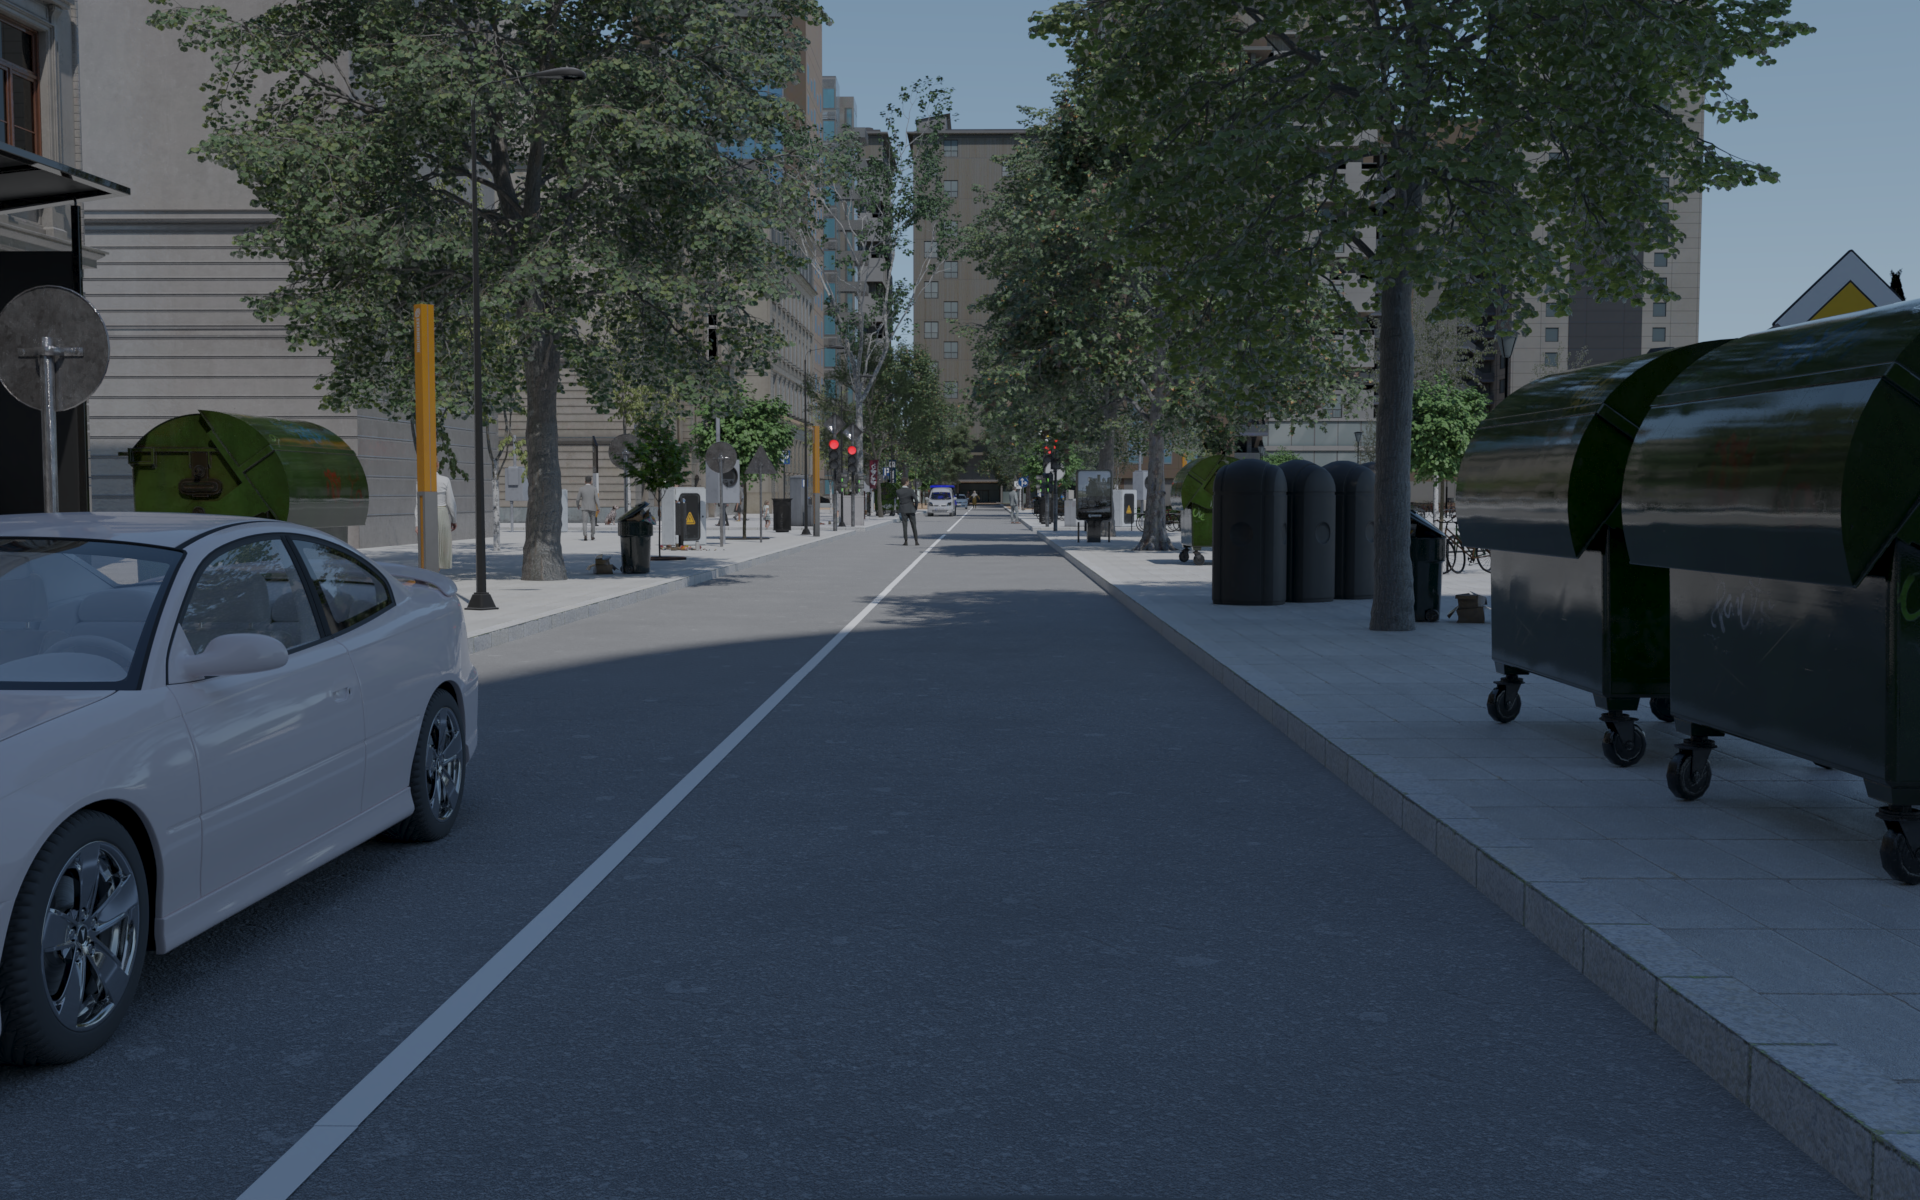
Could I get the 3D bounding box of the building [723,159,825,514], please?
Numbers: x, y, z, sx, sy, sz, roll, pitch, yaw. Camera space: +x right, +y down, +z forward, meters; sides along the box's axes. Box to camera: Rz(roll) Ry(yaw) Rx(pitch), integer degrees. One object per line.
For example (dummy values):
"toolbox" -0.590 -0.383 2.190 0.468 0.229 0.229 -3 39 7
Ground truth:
"building" -19.235 -17.894 125.852 16.112 22.955 30.059 0 4 1

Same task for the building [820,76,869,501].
"building" -26.011 -35.415 198.649 30.456 49.044 23.786 0 4 1

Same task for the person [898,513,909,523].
"person" -2.689 -4.445 86.681 0.738 1.151 1.012 1 4 19

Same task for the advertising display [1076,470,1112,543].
"advertising display" 3.543 -2.485 45.836 0.974 1.923 0.123 -1 4 -13

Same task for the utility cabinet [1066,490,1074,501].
"utility cabinet" 5.973 -5.212 93.895 0.318 1.500 1.173 0 4 -3

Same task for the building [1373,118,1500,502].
"building" 53.508 -33.790 202.581 14.200 45.320 14.600 0 4 1

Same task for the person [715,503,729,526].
"person" -9.529 -3.829 69.051 0.661 1.777 0.834 3 5 43

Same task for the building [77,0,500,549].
"building" -25.504 -12.484 45.907 24.055 21.916 13.314 0 4 1

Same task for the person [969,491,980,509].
"person" 1.400 -9.923 171.474 1.217 1.736 0.721 1 4 21

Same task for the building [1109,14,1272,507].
"building" 20.437 -31.203 160.277 14.600 45.320 14.200 0 4 1

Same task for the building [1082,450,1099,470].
"building" 21.344 -31.762 202.898 14.154 41.232 14.086 0 4 1

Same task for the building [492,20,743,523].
"building" -19.165 -16.730 92.627 14.460 24.649 34.723 0 4 1

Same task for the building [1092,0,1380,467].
"building" 27.791 -36.231 181.607 28.713 52.752 27.495 0 4 1

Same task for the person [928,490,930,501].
"person" -3.755 -12.318 207.572 0.705 1.807 1.348 -1 4 -22

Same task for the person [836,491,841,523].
"person" -5.210 -4.190 75.296 0.466 1.731 0.760 0 4 0

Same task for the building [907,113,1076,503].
"building" 6.808 -40.287 247.936 27.495 52.752 28.713 0 4 1

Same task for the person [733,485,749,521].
"person" -10.526 -4.721 83.334 0.850 1.850 0.679 -2 4 -24

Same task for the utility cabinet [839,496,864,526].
"utility cabinet" -4.411 -3.622 70.375 1.020 1.237 0.306 0 4 -5

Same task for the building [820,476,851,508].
"building" -27.060 -29.176 168.909 32.217 40.220 23.993 0 4 1

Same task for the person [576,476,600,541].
"person" -10.246 -2.533 47.725 0.678 1.792 0.850 0 4 -7

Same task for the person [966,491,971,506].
"person" 1.035 -12.090 206.727 0.434 1.755 0.990 -2 4 -30

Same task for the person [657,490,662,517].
"person" -11.781 -3.878 69.408 0.622 1.834 0.822 -2 4 -26

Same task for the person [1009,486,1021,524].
"person" 2.624 -4.608 83.933 0.391 1.810 0.635 -3 5 -43

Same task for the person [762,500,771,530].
"person" -7.299 -3.136 64.784 0.382 1.210 0.505 -3 5 -44

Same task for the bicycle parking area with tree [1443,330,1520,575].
"bicycle parking area with tree" 11.449 -2.548 28.661 9.016 4.147 8.231 -2 4 -27

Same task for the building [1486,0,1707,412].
"building" 70.872 -46.526 198.946 20.611 71.187 20.563 0 4 1

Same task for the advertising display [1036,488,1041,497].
"advertising display" 5.843 -7.359 125.526 0.123 1.923 0.974 3 5 39

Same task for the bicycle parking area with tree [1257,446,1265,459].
"bicycle parking area with tree" 18.163 -7.234 105.272 9.016 4.147 8.231 2 4 24

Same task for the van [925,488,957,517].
"van" -1.196 -6.373 111.207 2.013 2.044 4.112 0 4 2

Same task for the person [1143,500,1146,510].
"person" 10.963 -5.851 102.256 0.362 1.759 0.519 -1 4 -14

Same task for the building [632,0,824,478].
"building" -19.379 -30.548 149.574 14.600 45.320 14.200 0 4 1

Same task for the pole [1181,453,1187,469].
"pole" 7.465 -3.907 57.721 0.158 3.312 0.155 0 3 0

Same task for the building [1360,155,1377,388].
"building" 39.304 -33.781 202.429 14.200 45.320 14.600 0 4 1

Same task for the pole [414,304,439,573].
"pole" -5.770 -1.522 18.734 0.158 3.312 0.155 0 3 0

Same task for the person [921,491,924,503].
"person" -4.723 -12.997 219.060 0.721 1.766 1.217 -1 4 -21

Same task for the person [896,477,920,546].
"person" -1.452 -2.466 48.174 0.648 1.900 0.474 0 4 1

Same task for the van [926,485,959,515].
"van" -1.197 -6.925 117.604 2.240 2.365 5.245 0 4 -1

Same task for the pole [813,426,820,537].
"pole" -4.317 -3.556 51.989 0.158 3.312 0.155 0 3 0

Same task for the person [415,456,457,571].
"person" -6.686 -0.962 22.005 0.478 1.798 0.641 0 4 3

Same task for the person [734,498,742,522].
"person" -10.367 -4.284 80.758 0.373 1.253 0.362 1 4 8

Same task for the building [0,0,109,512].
"building" -19.733 -11.165 18.709 11.583 22.565 21.152 0 4 1

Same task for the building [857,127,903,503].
"building" -21.050 -40.316 248.411 27.495 52.752 28.713 0 4 1
